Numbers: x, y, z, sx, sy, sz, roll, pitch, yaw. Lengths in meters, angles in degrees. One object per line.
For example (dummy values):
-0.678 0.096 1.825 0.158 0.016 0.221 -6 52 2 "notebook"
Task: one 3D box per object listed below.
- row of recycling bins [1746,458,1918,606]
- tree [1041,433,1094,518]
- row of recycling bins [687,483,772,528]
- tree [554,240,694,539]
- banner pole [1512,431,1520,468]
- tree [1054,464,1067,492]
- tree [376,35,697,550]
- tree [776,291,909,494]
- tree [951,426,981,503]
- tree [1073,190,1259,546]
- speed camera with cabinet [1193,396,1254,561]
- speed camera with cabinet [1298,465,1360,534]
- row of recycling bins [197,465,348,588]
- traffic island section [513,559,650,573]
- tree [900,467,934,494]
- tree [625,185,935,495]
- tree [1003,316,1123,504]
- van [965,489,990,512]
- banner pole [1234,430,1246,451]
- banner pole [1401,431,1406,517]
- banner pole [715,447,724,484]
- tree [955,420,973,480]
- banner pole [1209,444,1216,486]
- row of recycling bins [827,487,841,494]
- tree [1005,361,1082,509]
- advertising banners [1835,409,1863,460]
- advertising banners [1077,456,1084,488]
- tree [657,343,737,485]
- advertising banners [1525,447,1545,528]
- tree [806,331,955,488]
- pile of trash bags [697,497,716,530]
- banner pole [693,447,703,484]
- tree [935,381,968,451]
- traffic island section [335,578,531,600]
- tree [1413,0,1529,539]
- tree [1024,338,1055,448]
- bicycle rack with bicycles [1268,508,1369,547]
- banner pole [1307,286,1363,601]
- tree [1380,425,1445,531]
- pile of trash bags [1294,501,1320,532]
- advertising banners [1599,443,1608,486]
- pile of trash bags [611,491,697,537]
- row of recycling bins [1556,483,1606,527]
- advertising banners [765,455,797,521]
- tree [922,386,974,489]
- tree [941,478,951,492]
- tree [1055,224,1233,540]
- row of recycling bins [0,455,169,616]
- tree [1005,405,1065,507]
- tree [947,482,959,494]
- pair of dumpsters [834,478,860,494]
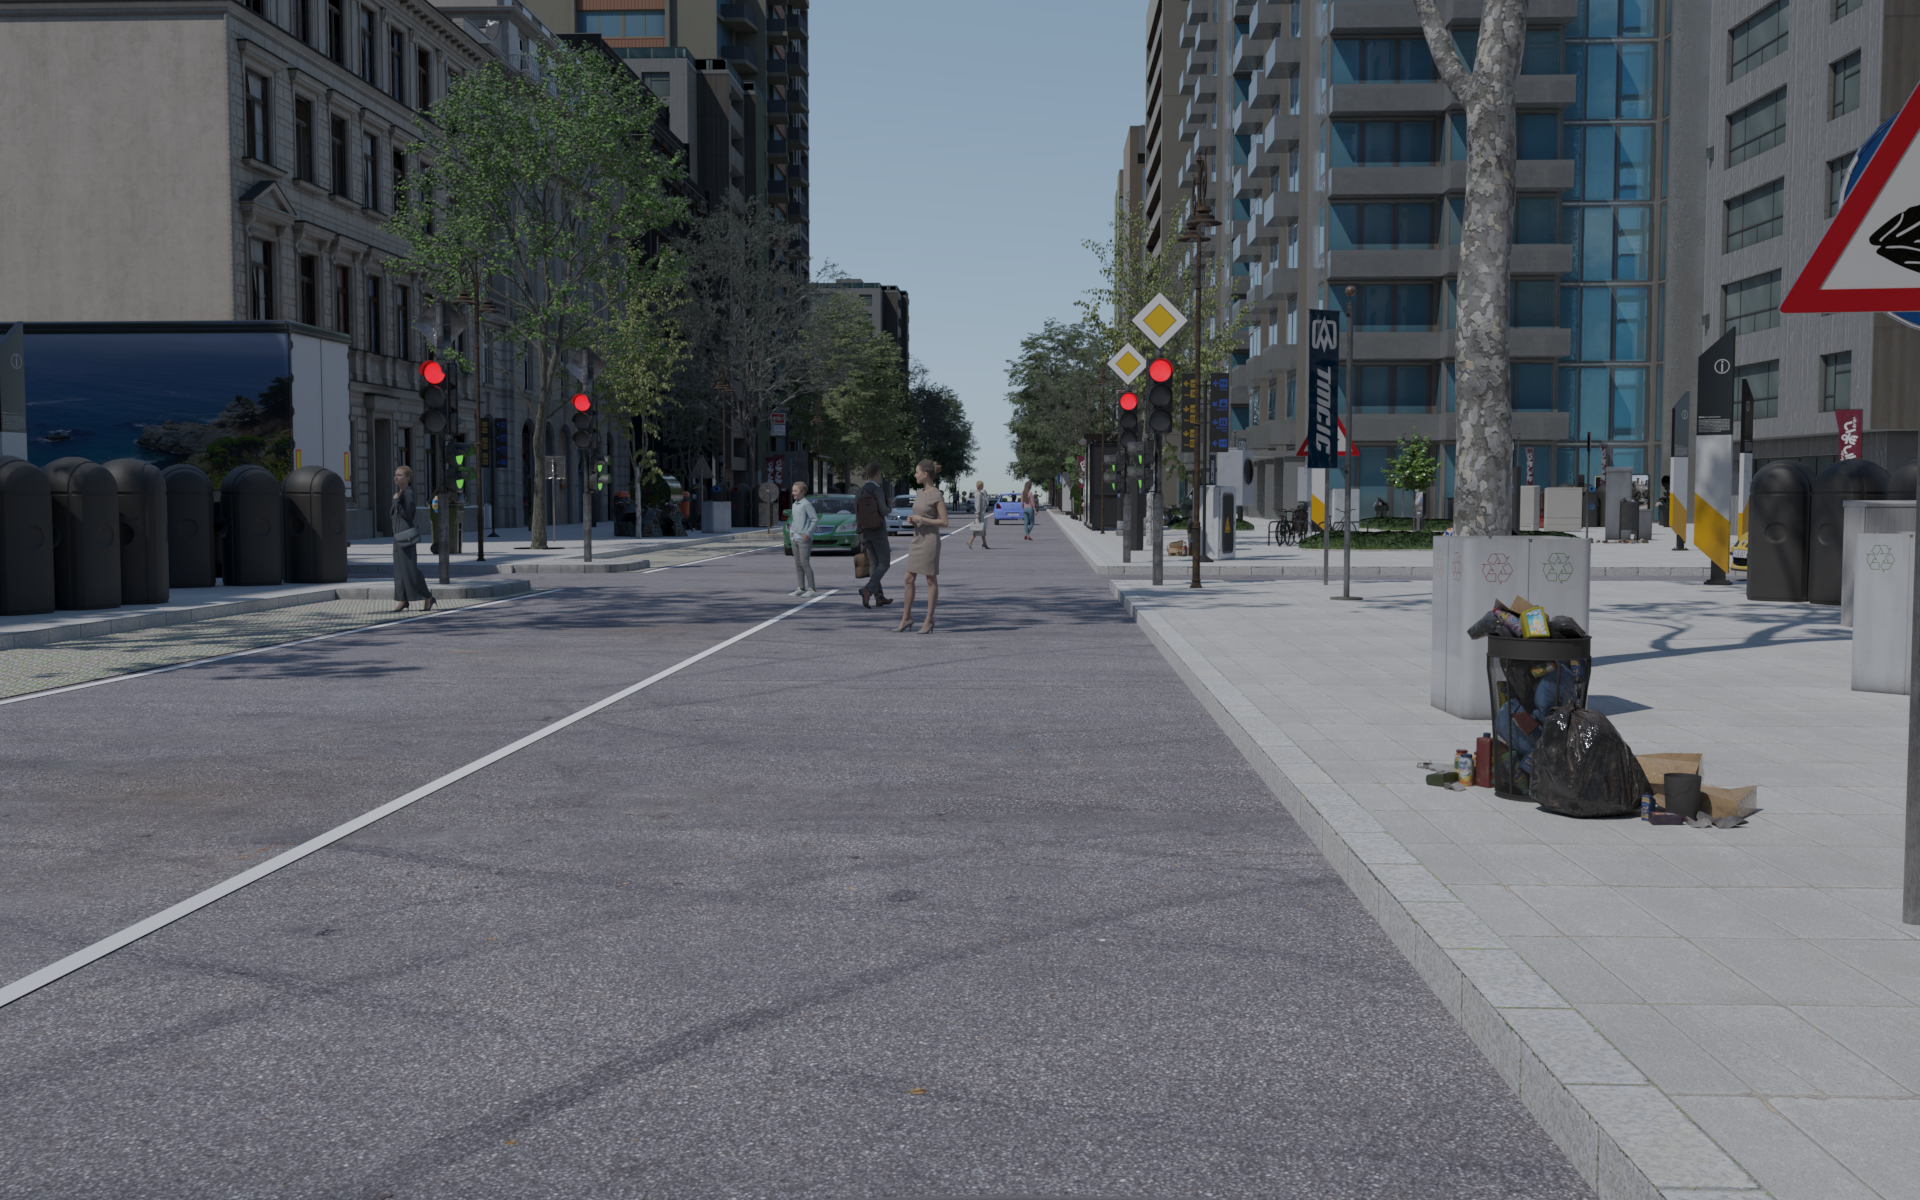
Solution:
10.647 -0.772 19.737 1.069 1.692 3.534 -2 4 -33 "row of recycling bins"
7.149 -6.733 93.791 4.285 4.588 4.351 0 3 0 "tree"
-8.937 -3.673 67.166 3.534 1.692 1.069 1 4 15 "row of recycling bins"
-9.414 -6.062 49.482 4.737 8.622 4.395 0 3 0 "tree"
22.057 -4.838 69.124 0.863 3.779 0.401 -1 4 -15 "banner pole"
6.704 -7.025 109.456 1.663 3.219 1.824 0 3 0 "tree"
-9.619 -6.976 39.816 9.928 11.665 9.643 0 3 0 "tree"
-6.764 -10.974 97.554 7.486 12.596 7.792 0 3 0 "tree"
-0.621 -20.466 260.372 9.928 11.665 9.643 0 3 0 "tree"
4.917 -5.643 42.631 4.737 8.622 4.395 0 3 0 "tree"
5.213 -2.435 34.156 0.660 3.252 2.038 2 4 28 "speed camera with cabinet"
11.946 -3.777 56.093 2.038 3.252 0.660 -1 4 -22 "speed camera with cabinet"
-10.355 -1.045 24.205 3.534 1.692 1.069 -3 5 -40 "row of recycling bins"
-7.050 -0.639 32.730 2.009 0.180 2.903 0 4 2 "traffic island section"
-4.149 -11.041 164.234 4.285 4.588 4.351 0 3 0 "tree"
-8.368 -9.708 69.089 12.009 13.543 11.850 0 3 0 "tree"
7.691 -13.181 122.163 9.857 13.997 8.962 0 3 0 "tree"
1.399 -8.039 138.456 2.013 2.044 4.112 0 4 3 "van"
10.946 -4.766 67.943 0.863 3.779 0.401 -3 4 -37 "banner pole"
17.632 -4.834 69.054 0.401 3.779 0.863 2 4 26 "banner pole"
-12.870 -6.296 92.960 0.863 3.779 0.401 2 4 31 "banner pole"
-3.487 -15.732 174.231 9.611 12.733 9.660 0 3 0 "tree"
11.286 -5.303 76.716 0.863 3.779 0.401 -3 5 -42 "banner pole"
-7.403 -5.682 100.009 1.069 1.692 3.534 0 3 0 "row of recycling bins"
8.465 -13.994 145.803 9.611 12.733 9.660 0 3 0 "tree"
18.928 -2.391 35.278 2.074 3.025 0.090 2 4 30 "advertising banners"
6.268 -5.088 79.376 2.074 3.025 0.090 2 4 32 "advertising banners"
-12.729 -8.091 82.647 4.360 8.622 3.978 0 3 0 "tree"
21.734 -4.188 64.656 2.074 3.025 0.090 -2 4 -33 "advertising banners"
-6.301 -12.402 119.780 9.611 12.733 9.660 0 3 0 "tree"
-9.476 -3.140 61.091 1.912 1.369 3.447 0 4 0 "pile of trash bags"
-13.873 -6.215 91.632 0.863 3.779 0.401 3 4 37 "banner pole"
-4.492 -14.523 147.822 12.009 13.543 11.850 0 3 0 "tree"
-7.385 -0.151 24.752 2.009 0.180 2.903 0 4 2 "traffic island section"
4.613 -9.594 12.746 12.611 20.169 13.585 0 3 0 "tree"
5.013 -7.475 72.573 4.360 8.622 3.978 0 3 0 "tree"
8.682 -1.805 42.893 2.852 0.926 2.925 3 5 42 "bicycle rack with bicycles"
4.490 -1.884 20.814 0.863 3.779 0.401 -2 4 -28 "banner pole"
12.817 -3.320 48.876 1.663 3.219 1.824 0 3 0 "tree"
12.483 -3.000 58.804 1.912 1.369 3.447 0 4 -4 "pile of trash bags"
22.809 -3.927 60.397 2.074 3.025 0.090 -3 5 -40 "advertising banners"
-9.761 -2.640 52.920 1.912 1.369 3.447 -2 4 -35 "pile of trash bags"
24.579 -3.657 66.897 3.534 1.692 1.069 -1 4 -12 "row of recycling bins"
-8.223 -5.219 81.523 2.074 3.025 0.090 1 4 19 "advertising banners"
-2.763 -18.160 203.562 9.857 13.997 8.962 0 3 0 "tree"
-1.642 -17.540 237.134 4.737 8.622 4.395 0 3 0 "tree"
5.439 -5.989 48.283 4.360 8.622 3.978 0 3 0 "tree"
-10.087 -0.727 19.004 1.069 1.692 3.534 1 4 16 "row of recycling bins"
9.460 -15.936 170.925 12.009 13.543 11.850 0 3 0 "tree"
-1.002 -15.580 249.337 1.663 3.219 1.824 0 3 0 "tree"
-6.931 -6.322 105.856 1.574 2.255 4.437 0 4 2 "pair of dumpsters"
